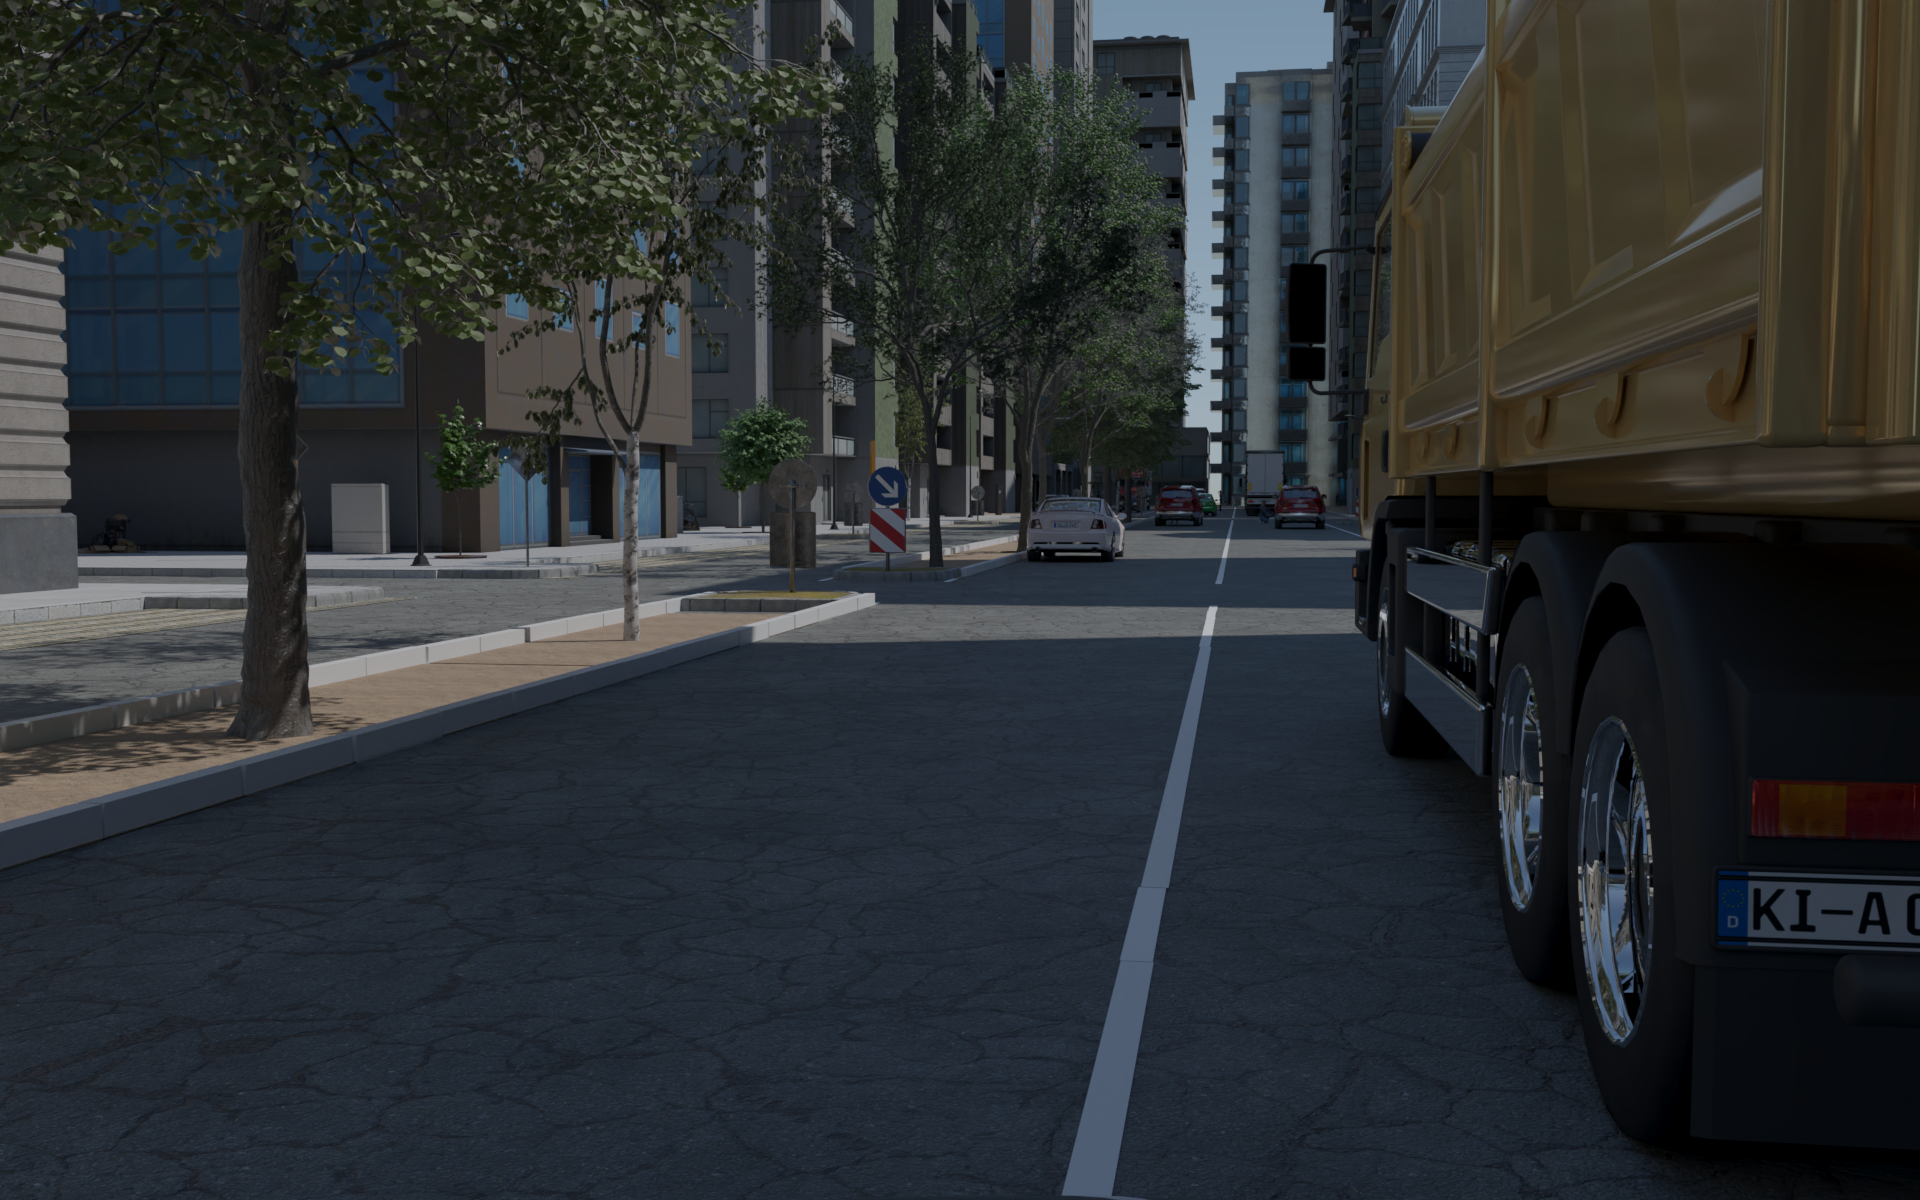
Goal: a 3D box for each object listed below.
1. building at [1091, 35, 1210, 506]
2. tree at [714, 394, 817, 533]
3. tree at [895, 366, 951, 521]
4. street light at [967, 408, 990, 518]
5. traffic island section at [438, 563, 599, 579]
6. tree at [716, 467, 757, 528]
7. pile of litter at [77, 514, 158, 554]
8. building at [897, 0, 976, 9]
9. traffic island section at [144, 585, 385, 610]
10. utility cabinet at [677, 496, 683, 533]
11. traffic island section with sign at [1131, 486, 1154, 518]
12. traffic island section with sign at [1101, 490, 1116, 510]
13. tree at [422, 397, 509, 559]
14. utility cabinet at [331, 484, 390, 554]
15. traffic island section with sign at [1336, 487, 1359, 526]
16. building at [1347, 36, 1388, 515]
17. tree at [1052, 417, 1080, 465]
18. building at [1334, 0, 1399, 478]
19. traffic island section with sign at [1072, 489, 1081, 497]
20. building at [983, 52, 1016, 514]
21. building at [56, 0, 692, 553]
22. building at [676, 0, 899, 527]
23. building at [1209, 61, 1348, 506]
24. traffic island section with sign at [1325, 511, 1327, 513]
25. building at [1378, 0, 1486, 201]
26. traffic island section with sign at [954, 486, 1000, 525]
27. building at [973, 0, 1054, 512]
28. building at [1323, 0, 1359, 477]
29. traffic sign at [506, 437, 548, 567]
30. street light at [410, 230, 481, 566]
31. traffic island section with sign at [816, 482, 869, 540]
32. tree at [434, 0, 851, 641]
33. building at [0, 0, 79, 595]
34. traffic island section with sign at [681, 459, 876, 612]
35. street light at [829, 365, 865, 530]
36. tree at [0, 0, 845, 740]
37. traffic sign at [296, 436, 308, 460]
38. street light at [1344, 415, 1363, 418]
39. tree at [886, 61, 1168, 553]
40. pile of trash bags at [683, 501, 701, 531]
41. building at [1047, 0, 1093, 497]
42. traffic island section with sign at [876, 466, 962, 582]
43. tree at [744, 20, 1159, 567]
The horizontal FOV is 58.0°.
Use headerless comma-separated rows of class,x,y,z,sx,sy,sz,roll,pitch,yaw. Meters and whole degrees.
building,15.287,-37.496,202.301,27.495,52.752,28.713,1,4,9
tree,-6.422,-4.492,57.153,4.285,4.588,4.351,0,3,0
tree,-2.475,-8.126,83.223,4.737,8.622,4.395,0,3,0
street light,1.097,-7.427,93.974,1.470,5.913,1.316,1,4,9
traffic island section,-7.675,-0.513,30.675,2.009,0.180,2.903,1,4,9
tree,-8.424,-4.321,65.242,1.663,3.219,1.824,0,3,0
pile of litter,-18.443,-1.453,37.719,1.719,0.858,1.176,1,4,12
building,-6.913,-19.776,95.044,14.160,30.474,14.107,1,4,9
traffic island section,-8.942,-0.031,22.790,2.009,0.180,2.903,1,4,9
utility cabinet,-9.638,-2.802,56.981,1.020,1.237,0.306,-2,4,-30
traffic island section with sign,10.814,-5.831,103.466,2.006,1.907,1.989,1,4,9
traffic island section with sign,13.335,-9.216,159.311,1.989,1.847,2.006,1,4,9
tree,-10.052,-2.437,34.447,1.663,3.219,1.824,0,3,0
utility cabinet,-12.764,-1.726,36.904,1.173,1.500,0.318,1,4,11
traffic island section with sign,18.293,-4.331,79.436,1.989,1.847,2.006,1,4,9
building,32.378,-20.842,112.462,14.160,30.474,14.107,1,4,9
tree,9.272,-12.694,157.905,4.737,8.622,4.395,0,3,0
building,40.603,-29.229,132.515,22.147,44.769,28.867,1,4,9
traffic island section with sign,8.884,-7.521,131.597,1.989,1.847,2.006,1,4,9
building,-4.211,-20.883,113.142,14.160,30.474,14.107,1,4,9
building,-15.837,-24.089,43.963,14.600,45.320,14.200,1,4,9
building,-10.850,-23.817,73.009,14.154,41.232,14.086,1,4,9
building,43.629,-35.147,194.262,30.456,49.044,23.786,1,4,9
traffic island section with sign,26.144,-7.320,128.311,1.989,1.847,2.006,1,4,9
building,27.527,-18.854,85.752,11.434,29.767,29.804,1,4,9
traffic island section with sign,0.833,-4.460,81.552,1.989,1.847,2.006,1,4,9
building,-0.785,-29.196,127.470,14.600,45.320,14.200,1,4,9
building,48.582,-34.911,160.033,28.713,52.752,27.495,1,4,9
traffic sign,-7.651,-1.649,30.609,0.795,2.450,0.064,1,4,9
street light,-9.094,-3.554,30.657,1.470,5.913,1.316,1,4,9
traffic island section with sign,-3.445,-2.831,54.916,1.989,1.847,2.006,1,4,9
tree,-3.174,-3.915,16.829,4.360,8.622,3.978,0,3,0
building,-21.880,-11.665,19.609,19.941,23.489,11.050,1,4,9
traffic island section with sign,-2.282,-0.846,21.961,2.006,1.907,1.989,1,4,9
street light,-3.999,-5.481,62.151,1.470,5.913,1.316,1,4,9
tree,-4.090,-5.487,10.301,7.486,12.596,7.792,0,3,0
traffic sign,-8.918,-1.167,22.725,0.795,2.450,0.064,1,4,9
street light,23.254,-7.900,101.712,1.470,5.913,1.316,1,4,9
tree,1.665,-6.932,41.544,9.928,11.665,9.643,0,3,0
pile of trash bags,-10.709,-3.050,59.620,1.912,1.369,3.447,3,4,38
building,2.005,-44.745,169.824,20.611,71.187,20.563,1,4,9
traffic island section with sign,-1.098,-1.293,29.274,2.006,1.907,1.989,1,4,9
tree,-0.369,-5.876,32.942,8.767,10.594,7.601,1,4,9
